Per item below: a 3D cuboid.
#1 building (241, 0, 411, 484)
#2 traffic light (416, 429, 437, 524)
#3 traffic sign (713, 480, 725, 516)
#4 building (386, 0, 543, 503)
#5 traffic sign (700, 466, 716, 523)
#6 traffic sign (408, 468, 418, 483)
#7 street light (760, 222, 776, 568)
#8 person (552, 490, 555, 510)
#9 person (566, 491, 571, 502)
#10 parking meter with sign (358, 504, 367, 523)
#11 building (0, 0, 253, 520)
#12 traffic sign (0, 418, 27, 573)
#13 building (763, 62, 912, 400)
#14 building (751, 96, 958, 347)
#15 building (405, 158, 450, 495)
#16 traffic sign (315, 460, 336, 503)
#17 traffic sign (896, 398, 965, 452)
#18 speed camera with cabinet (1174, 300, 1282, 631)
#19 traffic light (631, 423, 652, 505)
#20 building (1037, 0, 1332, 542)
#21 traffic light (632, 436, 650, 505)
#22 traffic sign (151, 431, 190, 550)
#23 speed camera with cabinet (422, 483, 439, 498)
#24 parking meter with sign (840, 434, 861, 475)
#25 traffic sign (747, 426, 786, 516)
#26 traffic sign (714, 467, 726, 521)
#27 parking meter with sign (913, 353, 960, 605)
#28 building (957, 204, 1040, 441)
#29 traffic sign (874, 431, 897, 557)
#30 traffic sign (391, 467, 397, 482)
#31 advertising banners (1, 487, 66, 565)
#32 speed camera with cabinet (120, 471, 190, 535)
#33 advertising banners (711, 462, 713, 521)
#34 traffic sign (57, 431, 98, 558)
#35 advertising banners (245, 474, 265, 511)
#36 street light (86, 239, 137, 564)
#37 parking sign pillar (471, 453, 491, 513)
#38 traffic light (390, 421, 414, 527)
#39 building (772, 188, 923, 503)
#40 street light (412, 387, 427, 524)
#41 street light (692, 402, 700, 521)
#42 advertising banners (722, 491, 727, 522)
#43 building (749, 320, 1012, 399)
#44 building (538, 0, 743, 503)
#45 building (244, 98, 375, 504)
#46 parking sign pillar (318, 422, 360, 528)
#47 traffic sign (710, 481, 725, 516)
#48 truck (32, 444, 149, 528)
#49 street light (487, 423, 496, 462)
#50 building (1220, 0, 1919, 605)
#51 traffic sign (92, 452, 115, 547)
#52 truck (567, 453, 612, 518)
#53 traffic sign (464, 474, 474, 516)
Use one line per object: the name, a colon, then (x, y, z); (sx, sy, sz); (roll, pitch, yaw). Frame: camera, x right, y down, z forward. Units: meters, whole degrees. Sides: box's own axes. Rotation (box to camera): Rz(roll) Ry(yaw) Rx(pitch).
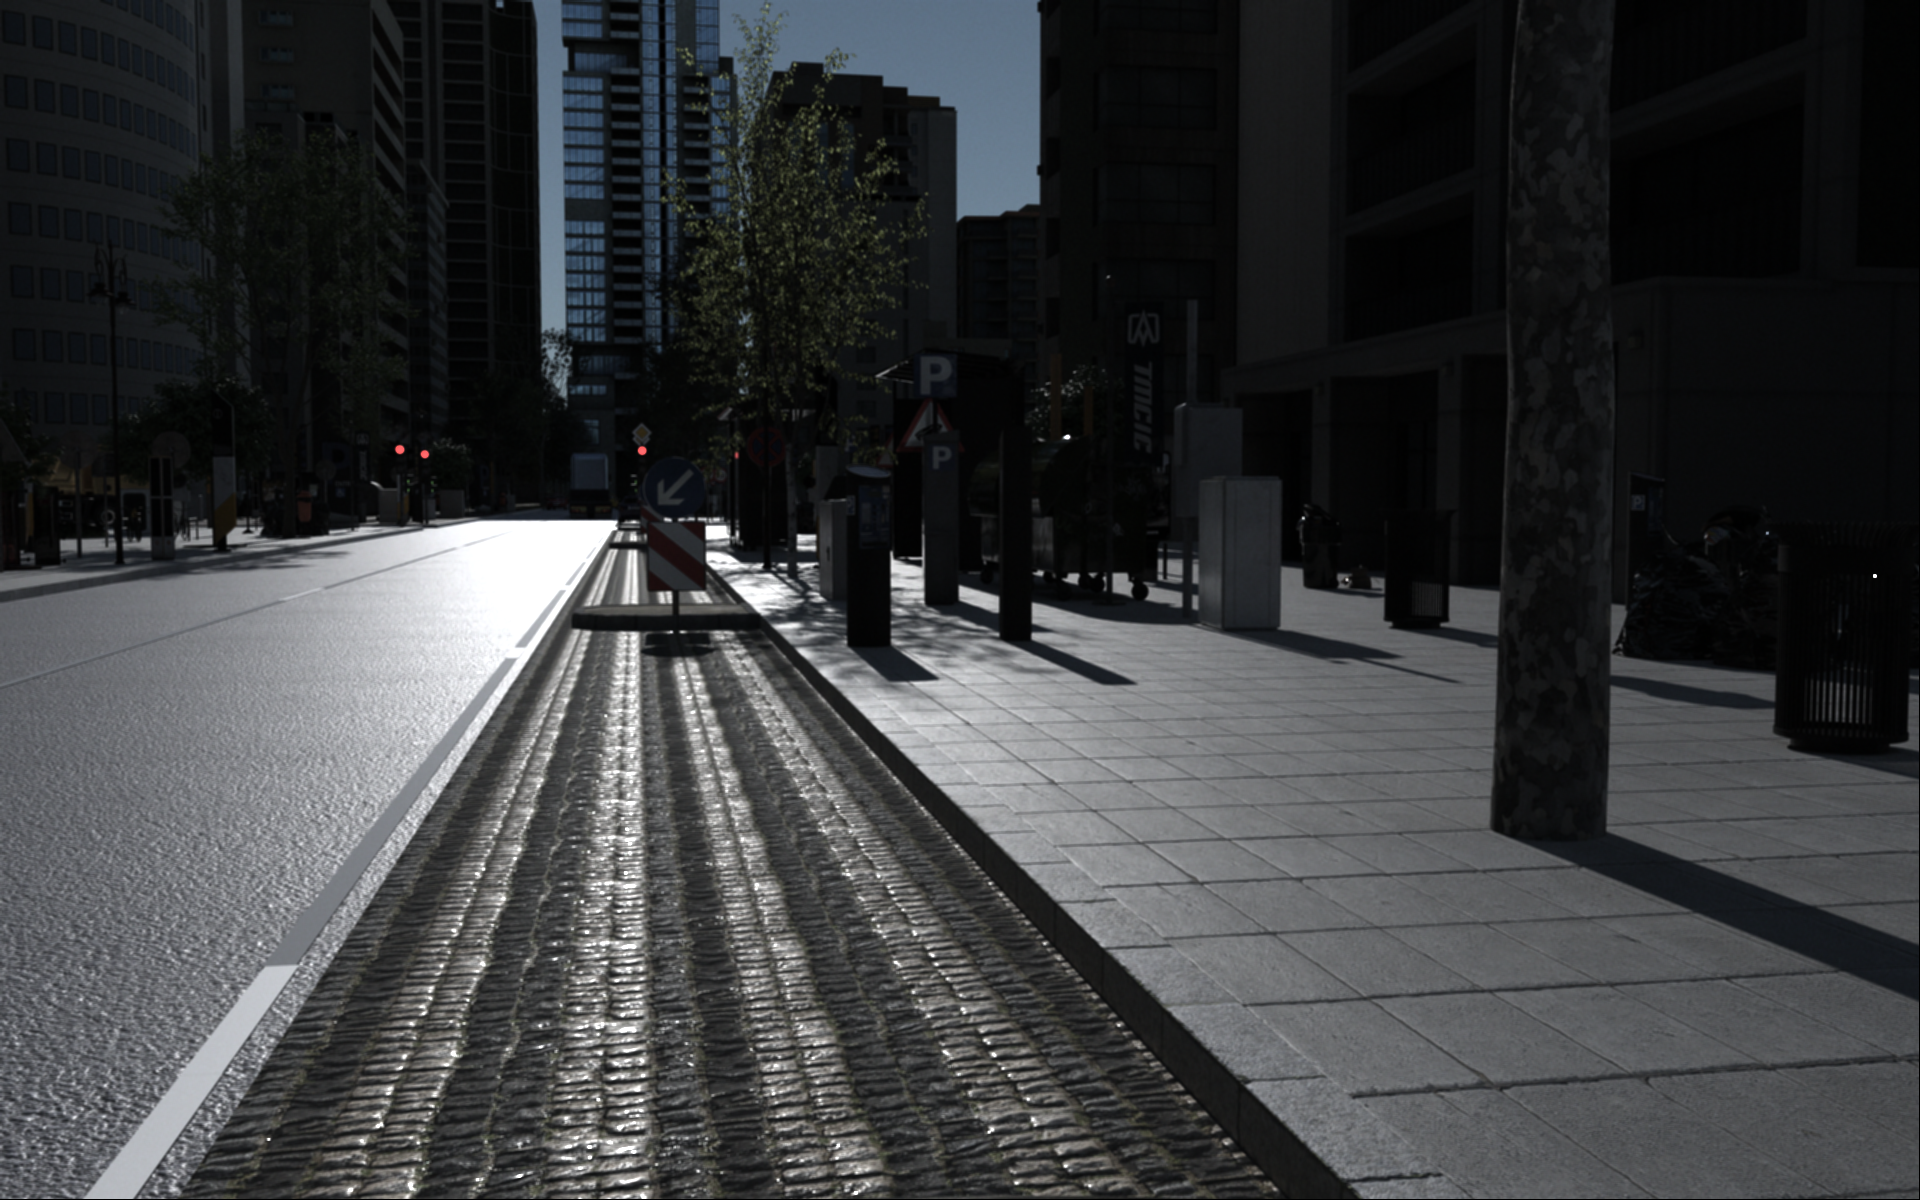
building: (-61.557, -32.425, 153.854); (21.300, 48.544, 21.600); (-1, 4, -11)
traffic light: (-22.884, -5.221, 74.288); (0.839, 4.253, 0.868); (-1, 4, -11)
traffic sign: (-14.226, -6.257, 102.406); (0.768, 2.556, 0.104); (0, 4, -2)
building: (-70.874, -49.461, 246.939); (20.611, 71.187, 20.563); (-1, 4, -11)
traffic sign: (-11.361, -4.762, 77.964); (0.768, 2.556, 0.104); (0, 4, -4)
traffic sign: (-26.510, -5.135, 84.057); (0.768, 2.556, 0.104); (0, 4, -2)
street light: (-3.335, -3.484, 29.752); (0.468, 5.910, 1.993); (-1, 4, -11)
person: (-37.585, -9.278, 160.175); (0.705, 1.826, 1.348); (0, 4, -8)
person: (-43.330, -11.265, 192.689); (1.348, 1.823, 0.705); (1, 4, 10)
parking meter with sign: (-26.736, -4.866, 75.821); (0.543, 3.016, 1.738); (1, 4, 20)
building: (-52.571, -33.673, 92.553); (21.231, 58.520, 28.212); (-1, 4, -11)
traffic sign: (-15.674, -1.727, 28.248); (0.884, 2.594, 0.081); (0, 4, -1)
building: (-13.095, -32.519, 181.790); (14.600, 45.320, 14.200); (-1, 4, -11)
building: (-16.170, -43.770, 257.644); (28.212, 58.520, 21.231); (-1, 4, -11)
building: (-69.603, -30.581, 191.885); (23.993, 40.220, 32.217); (-1, 4, -11)
traffic sign: (-23.495, -3.917, 64.144); (0.768, 2.556, 0.104); (0, 4, -2)
traffic sign: (-0.378, -1.345, 21.992); (0.884, 2.594, 0.081); (-1, 4, -8)
speed camera with cabinet: (2.625, -1.391, 17.075); (0.660, 3.252, 2.038); (0, 4, -6)
traffic light: (-12.509, -4.844, 68.118); (0.839, 4.253, 0.868); (-1, 4, -11)
building: (9.418, -17.227, 53.366); (14.160, 30.474, 14.107); (-1, 4, -11)
traffic light: (-13.980, -5.324, 75.966); (0.839, 4.253, 0.868); (-1, 4, -11)
traffic sign: (-15.925, -2.132, 34.967); (0.768, 2.556, 0.104); (0, 4, -3)
speed camera with cabinet: (-43.587, -9.014, 141.707); (2.038, 3.252, 0.660); (0, 4, 2)
parking meter with sign: (-3.201, -3.254, 49.461); (0.543, 3.016, 1.738); (0, 4, 3)
traffic sign: (-3.604, -1.979, 32.466); (0.768, 2.556, 0.104); (0, 4, -1)
traffic sign: (-11.212, -4.958, 81.176); (0.768, 2.556, 0.104); (0, 4, -4)
parking meter with sign: (-0.260, -1.498, 20.753); (0.543, 3.016, 1.738); (0, 4, -3)
building: (12.055, -37.308, 264.613); (28.867, 44.769, 22.147); (-1, 4, -11)
traffic sign: (-1.355, -2.165, 35.397); (0.884, 2.594, 0.081); (-1, 4, -10)
traffic sign: (-25.060, -4.729, 77.432); (0.768, 2.556, 0.104); (0, 4, -5)
advertising banners: (-17.190, -2.141, 31.200); (2.074, 3.025, 0.090); (0, 4, 2)
speed camera with cabinet: (-25.523, -3.701, 54.853); (2.038, 3.252, 0.660); (-1, 4, -22)
advertising banners: (-11.948, -5.332, 83.364); (0.090, 3.025, 2.074); (-1, 4, -8)
traffic sign: (-17.700, -2.119, 34.747); (0.768, 2.556, 0.104); (-1, 4, -9)
advertising banners: (-40.829, -6.374, 100.399); (2.074, 3.025, 0.090); (2, 4, 33)
street light: (-15.418, -3.598, 31.610); (0.468, 5.910, 1.993); (-1, 4, -11)
parking sign pillar: (-31.849, -7.765, 115.427); (1.447, 3.967, 1.447); (1, 4, 17)
traffic light: (-21.412, -4.741, 66.439); (0.839, 4.253, 0.868); (-1, 4, -11)
building: (-11.432, -24.244, 168.097); (14.160, 30.474, 14.107); (-1, 4, -11)
street light: (-23.419, -6.264, 75.211); (0.468, 5.910, 1.993); (-1, 4, -11)
street light: (-10.390, -5.829, 68.093); (0.468, 5.910, 1.993); (-1, 4, -11)
advertising banners: (-10.608, -5.118, 79.871); (0.090, 3.025, 2.074); (-2, 4, -25)
building: (-10.442, -22.009, 204.894); (27.650, 21.520, 28.899); (-1, 4, -11)
building: (-45.391, -57.451, 251.990); (31.000, 86.520, 22.319); (-1, 4, -11)
building: (-52.603, -21.933, 130.301); (14.160, 30.474, 14.107); (-1, 4, -11)
parking sign pillar: (-23.446, -4.702, 65.345); (1.447, 3.967, 1.447); (-2, 4, -33)
traffic sign: (-14.448, -6.311, 103.184); (0.884, 2.594, 0.081); (-1, 4, -9)
truck: (-35.019, -4.364, 67.274); (9.791, 3.379, 3.469); (-1, 4, -10)
street light: (-30.623, -8.598, 113.372); (0.468, 5.910, 1.993); (-1, 4, -11)
building: (17.034, -35.812, 23.776); (20.563, 71.187, 20.611); (-1, 4, -11)
traffic sign: (-20.615, -2.426, 41.788); (0.606, 2.300, 0.079); (0, 4, -8)
truck: (-23.292, -7.293, 108.997); (2.967, 4.110, 18.799); (-1, 4, -12)
traffic sign: (-28.564, -6.132, 100.357); (0.768, 2.556, 0.104); (0, 4, -4)
